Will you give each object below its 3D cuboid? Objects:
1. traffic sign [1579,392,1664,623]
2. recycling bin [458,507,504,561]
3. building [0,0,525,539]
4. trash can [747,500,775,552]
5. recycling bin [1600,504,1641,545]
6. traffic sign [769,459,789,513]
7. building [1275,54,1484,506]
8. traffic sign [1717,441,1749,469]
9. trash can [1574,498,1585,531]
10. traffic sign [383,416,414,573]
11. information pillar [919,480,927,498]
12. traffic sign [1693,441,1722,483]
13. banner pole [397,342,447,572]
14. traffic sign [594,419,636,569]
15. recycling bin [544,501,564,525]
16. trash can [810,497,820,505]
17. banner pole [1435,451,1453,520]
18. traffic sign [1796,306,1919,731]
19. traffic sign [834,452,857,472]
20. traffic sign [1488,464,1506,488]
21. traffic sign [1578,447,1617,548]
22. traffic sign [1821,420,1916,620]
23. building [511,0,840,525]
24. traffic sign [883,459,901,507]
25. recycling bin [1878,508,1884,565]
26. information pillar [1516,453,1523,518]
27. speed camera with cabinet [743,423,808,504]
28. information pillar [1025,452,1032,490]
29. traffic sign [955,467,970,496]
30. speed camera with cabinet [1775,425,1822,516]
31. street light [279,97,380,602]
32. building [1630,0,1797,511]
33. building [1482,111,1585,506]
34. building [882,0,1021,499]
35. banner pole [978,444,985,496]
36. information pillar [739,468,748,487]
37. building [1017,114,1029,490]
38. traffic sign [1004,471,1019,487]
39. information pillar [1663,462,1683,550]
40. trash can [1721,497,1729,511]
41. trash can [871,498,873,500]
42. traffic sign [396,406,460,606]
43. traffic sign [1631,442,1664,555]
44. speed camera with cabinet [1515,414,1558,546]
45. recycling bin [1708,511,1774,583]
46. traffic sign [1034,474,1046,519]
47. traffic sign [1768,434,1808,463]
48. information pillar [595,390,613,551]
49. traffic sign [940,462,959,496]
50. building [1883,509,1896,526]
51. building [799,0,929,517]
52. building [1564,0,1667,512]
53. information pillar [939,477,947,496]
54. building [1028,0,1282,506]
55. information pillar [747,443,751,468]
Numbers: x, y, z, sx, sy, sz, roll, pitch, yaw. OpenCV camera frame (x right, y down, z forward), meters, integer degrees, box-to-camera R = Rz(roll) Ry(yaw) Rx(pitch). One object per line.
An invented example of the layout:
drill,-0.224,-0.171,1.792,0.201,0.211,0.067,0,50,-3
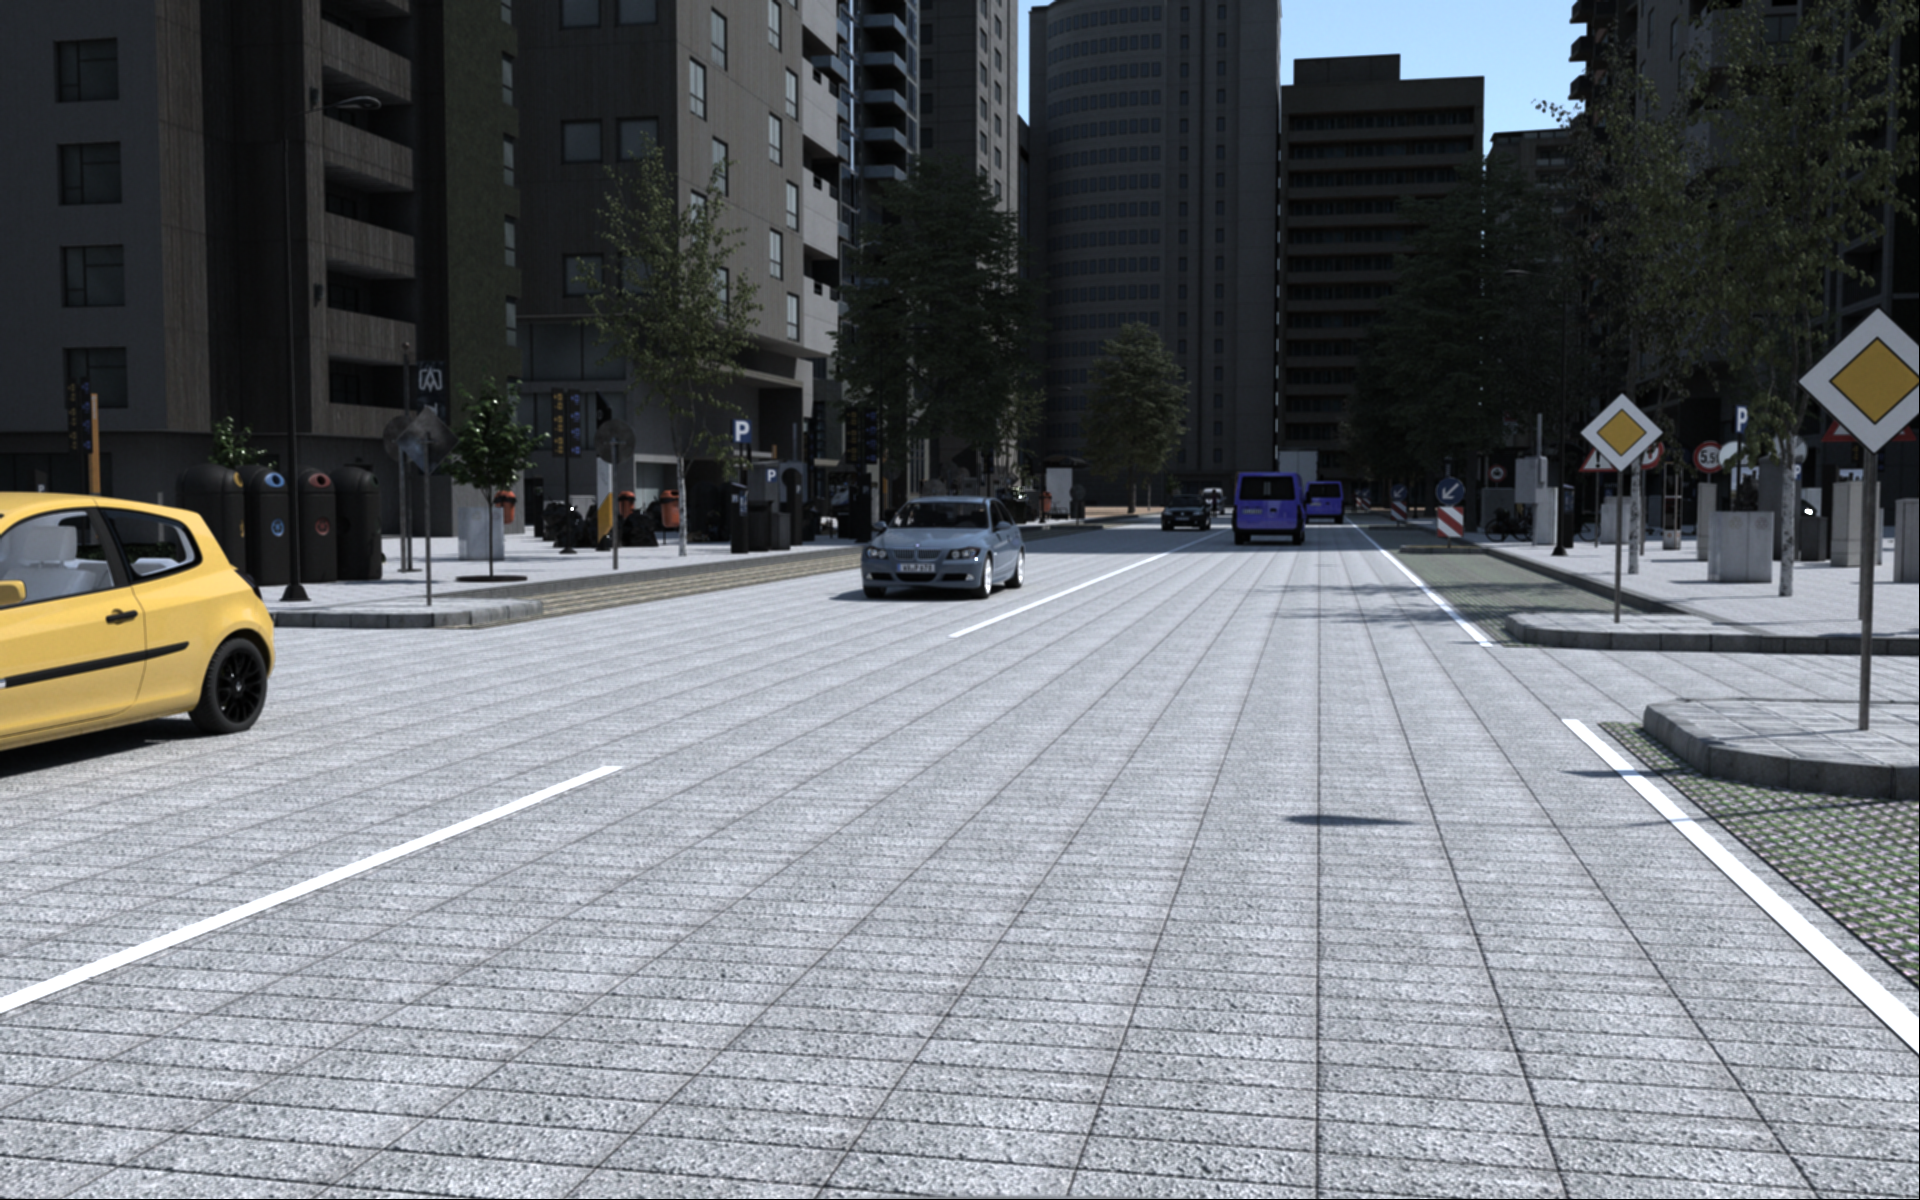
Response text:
traffic sign,6.535,-0.828,17.173,0.795,2.450,0.064,1,4,12
recycling bin,-9.271,-1.283,33.527,0.722,1.027,0.722,-2,4,-30
building,-22.323,-17.005,49.725,14.160,30.474,14.107,1,4,12
trash can,-4.510,-1.654,38.691,0.748,1.137,0.748,0,3,0
recycling bin,16.935,-1.948,44.399,0.722,1.027,0.722,-2,4,-34
traffic sign,-5.216,-2.929,50.014,0.606,2.300,0.079,1,4,14
building,46.806,-34.953,195.183,21.600,48.544,21.300,1,4,12
traffic sign,18.539,-2.532,41.496,0.768,2.556,0.104,1,4,21
trash can,20.168,-2.777,57.056,0.748,1.137,0.748,0,3,0
traffic sign,-9.064,-1.715,28.148,0.768,2.556,0.104,1,4,19
information pillar,-1.919,-5.202,89.546,0.304,2.012,0.304,2,4,29
traffic sign,18.079,-2.551,41.822,0.768,2.556,0.104,1,4,13
banner pole,-8.902,-2.364,28.668,0.863,3.779,0.401,0,4,-6
traffic sign,-5.866,-1.793,29.416,0.768,2.556,0.104,1,4,14
recycling bin,-14.808,-3.063,62.635,0.722,1.027,0.722,2,4,34
trash can,-6.699,-4.087,78.482,0.748,1.137,0.748,0,3,0
banner pole,23.961,-5.848,85.639,0.863,3.779,0.401,1,4,20
traffic sign,4.911,-0.349,9.354,0.795,2.450,0.064,1,4,12
traffic sign,-3.484,-3.214,52.555,0.884,2.594,0.081,1,4,15
traffic sign,22.937,-4.521,74.024,0.768,2.556,0.104,1,4,15
traffic sign,15.264,-2.537,41.480,0.884,2.594,0.081,1,4,19
traffic sign,9.202,-1.076,17.595,0.884,2.594,0.081,1,4,13
building,-21.857,-30.290,84.476,28.713,52.752,27.495,1,4,12
traffic sign,-2.540,-3.879,63.532,0.768,2.556,0.104,1,4,15
recycling bin,16.419,-1.170,31.691,0.722,1.027,0.722,1,4,17
information pillar,27.772,-5.787,85.966,0.504,3.616,0.183,-3,4,-37
speed camera with cabinet,-5.302,-3.294,48.189,2.038,3.252,0.660,1,4,8
information pillar,3.700,-6.266,93.799,0.504,3.616,0.183,3,5,40
traffic sign,0.081,-5.029,82.324,0.768,2.556,0.104,1,4,17
speed camera with cabinet,23.206,-3.286,48.062,0.660,3.252,2.038,0,4,-5
street light,-7.464,-2.935,20.527,1.470,5.913,1.316,1,4,12
building,56.512,-31.406,102.726,28.713,52.752,27.495,1,4,12
building,64.679,-30.870,188.314,14.086,41.232,14.154,1,4,12
building,-6.557,-43.448,148.620,20.611,71.187,20.563,1,4,12
banner pole,0.837,-4.833,69.038,0.401,3.779,0.863,2,4,26
information pillar,-6.160,-2.767,49.727,0.304,2.012,0.304,1,4,11
building,0.972,-33.714,201.341,14.200,45.320,14.600,1,4,12
traffic sign,2.586,-5.261,87.203,0.795,2.450,0.064,1,4,16
information pillar,16.378,-2.159,39.798,0.304,2.012,0.304,3,5,45
trash can,36.537,-4.318,82.258,0.748,1.137,0.748,0,3,0
trash can,-3.295,-2.852,58.288,0.748,1.137,0.748,0,3,0
traffic sign,-6.087,-0.989,19.805,0.795,2.450,0.064,1,4,12
traffic sign,14.269,-2.206,36.168,0.768,2.556,0.104,1,4,16
speed camera with cabinet,14.566,-2.994,43.285,0.660,3.252,2.038,3,5,42
recycling bin,11.403,-0.780,25.310,0.722,1.027,0.722,1,4,9
traffic sign,4.057,-5.245,87.892,0.606,2.300,0.079,1,4,17
traffic sign,17.177,-2.197,36.033,0.768,2.556,0.104,1,4,16
information pillar,-7.984,-2.906,38.862,0.504,3.616,0.183,3,5,44
traffic sign,-0.424,-4.141,67.805,0.768,2.556,0.104,1,4,14
building,45.614,-38.647,70.133,20.563,71.187,20.611,1,4,12
building,-14.388,-48.901,112.208,22.319,86.520,31.000,1,4,12
building,58.293,-29.156,131.328,22.147,44.769,28.867,1,4,12
information pillar,-0.726,-4.172,72.711,0.304,2.012,0.304,1,4,10
building,22.502,-40.265,200.327,28.212,58.520,21.231,1,4,12
information pillar,-8.857,-4.976,72.707,0.183,3.616,0.504,-1,4,-20
